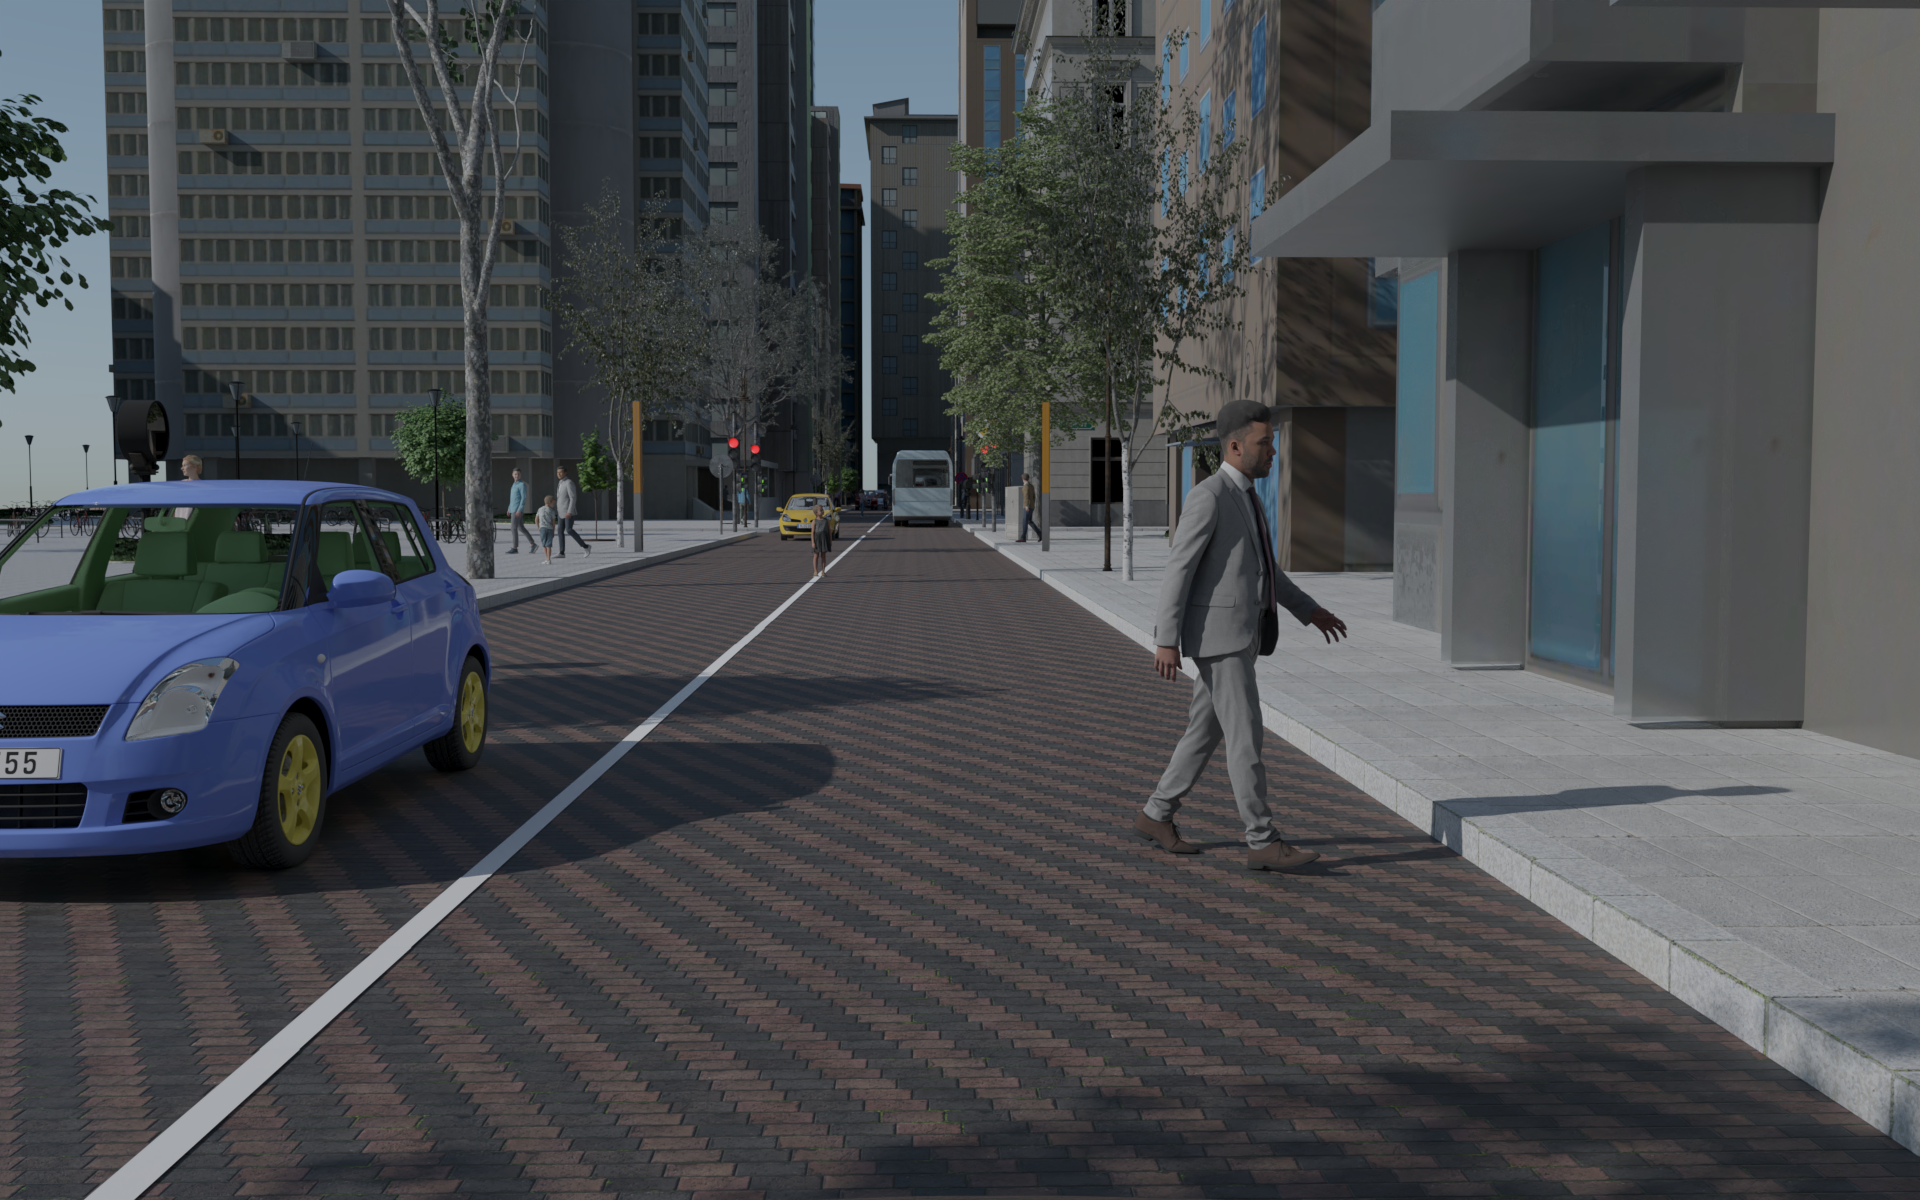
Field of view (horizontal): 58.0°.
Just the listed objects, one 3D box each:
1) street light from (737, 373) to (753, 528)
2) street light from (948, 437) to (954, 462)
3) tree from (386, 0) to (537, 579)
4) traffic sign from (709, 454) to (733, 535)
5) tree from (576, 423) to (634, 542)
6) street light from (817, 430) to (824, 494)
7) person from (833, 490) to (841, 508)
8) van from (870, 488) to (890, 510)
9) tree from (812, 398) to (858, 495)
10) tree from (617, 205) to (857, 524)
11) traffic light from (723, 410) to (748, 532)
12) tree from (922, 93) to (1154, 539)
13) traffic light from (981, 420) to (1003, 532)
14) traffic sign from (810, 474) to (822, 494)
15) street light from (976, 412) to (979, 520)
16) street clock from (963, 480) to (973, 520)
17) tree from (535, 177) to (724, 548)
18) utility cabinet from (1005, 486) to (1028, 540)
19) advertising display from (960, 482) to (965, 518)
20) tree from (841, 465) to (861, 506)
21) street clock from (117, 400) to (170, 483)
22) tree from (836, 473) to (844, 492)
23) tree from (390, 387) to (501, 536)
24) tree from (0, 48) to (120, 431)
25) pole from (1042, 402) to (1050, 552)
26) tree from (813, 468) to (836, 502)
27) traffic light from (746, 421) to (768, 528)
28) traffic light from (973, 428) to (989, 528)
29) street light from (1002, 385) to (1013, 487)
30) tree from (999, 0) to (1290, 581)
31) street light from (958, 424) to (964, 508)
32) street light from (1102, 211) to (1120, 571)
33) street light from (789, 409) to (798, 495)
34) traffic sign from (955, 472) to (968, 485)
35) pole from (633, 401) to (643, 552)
[{"bbox_3d":[-8.214,-5.714,66.212,0.468,5.910,1.993,0,4,-2],"label":"street light"},{"bbox_3d":[-0.703,-10.238,140.182,0.468,5.910,1.993,0,4,-2],"label":"street light"},{"bbox_3d":[-8.607,-10.345,25.027,12.611,20.169,13.585,0,3,0],"label":"tree"},{"bbox_3d":[-7.546,-3.340,54.717,0.768,2.556,0.104,0,4,4],"label":"traffic sign"},{"bbox_3d":[-9.956,-3.208,47.055,1.663,3.219,1.824,0,3,0],"label":"tree"},{"bbox_3d":[-9.777,-9.136,122.164,0.468,5.910,1.993,0,4,-2],"label":"street light"},{"bbox_3d":[-11.195,-9.165,156.824,0.756,1.711,0.436,1,4,20],"label":"person"},{"bbox_3d":[-7.508,-9.451,161.538,2.013,2.044,4.112,0,4,-2],"label":"van"},{"bbox_3d":[-10.150,-11.213,133.690,4.360,8.622,3.978,0,3,0],"label":"tree"},{"bbox_3d":[-9.579,-9.984,73.608,12.009,13.543,11.850,0,3,0],"label":"tree"},{"bbox_3d":[-7.528,-4.225,57.999,0.839,4.253,0.868,0,4,-2],"label":"traffic light"},{"bbox_3d":[2.512,-8.023,49.303,7.486,12.596,7.792,0,3,0],"label":"tree"},{"bbox_3d":[1.129,-4.241,58.256,0.839,4.253,0.868,0,4,-2],"label":"traffic light"},{"bbox_3d":[-9.094,-6.690,109.493,0.768,2.556,0.104,0,4,1],"label":"traffic sign"},{"bbox_3d":[0.857,-6.846,84.716,0.468,5.910,1.993,0,4,-2],"label":"street light"},{"bbox_3d":[0.419,-5.061,87.318,0.471,2.002,0.358,-2,4,-33],"label":"street clock"},{"bbox_3d":[-7.906,-5.564,41.326,4.360,8.622,3.978,0,3,0],"label":"tree"},{"bbox_3d":[1.567,-2.419,48.223,0.318,1.500,1.173,-1,4,-16],"label":"utility cabinet"},{"bbox_3d":[0.119,-5.331,92.381,0.123,1.923,0.974,1,4,10],"label":"advertising display"},{"bbox_3d":[-12.650,-12.760,192.341,4.285,4.588,4.351,0,3,0],"label":"tree"},{"bbox_3d":[-6.308,-0.542,13.431,0.358,2.002,0.471,0,4,-5],"label":"street clock"},{"bbox_3d":[-10.513,-8.977,141.372,1.663,3.219,1.824,0,3,0],"label":"tree"},{"bbox_3d":[-15.800,-4.257,53.316,4.285,4.588,4.351,0,3,0],"label":"tree"},{"bbox_3d":[-7.011,-1.645,10.614,4.285,4.588,4.351,0,3,0],"label":"tree"},{"bbox_3d":[1.921,-2.739,38.632,0.158,3.312,0.155,0,3,0],"label":"pole"},{"bbox_3d":[-10.596,-8.199,128.659,1.663,3.219,1.824,0,3,0],"label":"tree"},{"bbox_3d":[-7.752,-4.713,65.981,0.839,4.253,0.868,0,4,-2],"label":"traffic light"},{"bbox_3d":[0.906,-4.729,66.238,0.839,4.253,0.868,0,4,-2],"label":"traffic light"},{"bbox_3d":[1.611,-5.206,57.906,0.468,5.910,1.993,0,4,-2],"label":"street light"},{"bbox_3d":[2.517,-4.579,25.222,4.360,8.622,3.978,0,3,0],"label":"tree"},{"bbox_3d":[0.073,-8.544,112.481,0.468,5.910,1.993,0,4,-2],"label":"street light"},{"bbox_3d":[2.452,-3.415,28.616,0.468,5.910,1.993,0,4,-2],"label":"street light"},{"bbox_3d":[-9.076,-7.449,94.585,0.468,5.910,1.993,0,4,-2],"label":"street light"},{"bbox_3d":[0.083,-6.111,100.019,0.768,2.556,0.104,0,4,5],"label":"traffic sign"},{"bbox_3d":[-7.101,-2.713,38.200,0.158,3.312,0.155,0,3,0],"label":"pole"}]
